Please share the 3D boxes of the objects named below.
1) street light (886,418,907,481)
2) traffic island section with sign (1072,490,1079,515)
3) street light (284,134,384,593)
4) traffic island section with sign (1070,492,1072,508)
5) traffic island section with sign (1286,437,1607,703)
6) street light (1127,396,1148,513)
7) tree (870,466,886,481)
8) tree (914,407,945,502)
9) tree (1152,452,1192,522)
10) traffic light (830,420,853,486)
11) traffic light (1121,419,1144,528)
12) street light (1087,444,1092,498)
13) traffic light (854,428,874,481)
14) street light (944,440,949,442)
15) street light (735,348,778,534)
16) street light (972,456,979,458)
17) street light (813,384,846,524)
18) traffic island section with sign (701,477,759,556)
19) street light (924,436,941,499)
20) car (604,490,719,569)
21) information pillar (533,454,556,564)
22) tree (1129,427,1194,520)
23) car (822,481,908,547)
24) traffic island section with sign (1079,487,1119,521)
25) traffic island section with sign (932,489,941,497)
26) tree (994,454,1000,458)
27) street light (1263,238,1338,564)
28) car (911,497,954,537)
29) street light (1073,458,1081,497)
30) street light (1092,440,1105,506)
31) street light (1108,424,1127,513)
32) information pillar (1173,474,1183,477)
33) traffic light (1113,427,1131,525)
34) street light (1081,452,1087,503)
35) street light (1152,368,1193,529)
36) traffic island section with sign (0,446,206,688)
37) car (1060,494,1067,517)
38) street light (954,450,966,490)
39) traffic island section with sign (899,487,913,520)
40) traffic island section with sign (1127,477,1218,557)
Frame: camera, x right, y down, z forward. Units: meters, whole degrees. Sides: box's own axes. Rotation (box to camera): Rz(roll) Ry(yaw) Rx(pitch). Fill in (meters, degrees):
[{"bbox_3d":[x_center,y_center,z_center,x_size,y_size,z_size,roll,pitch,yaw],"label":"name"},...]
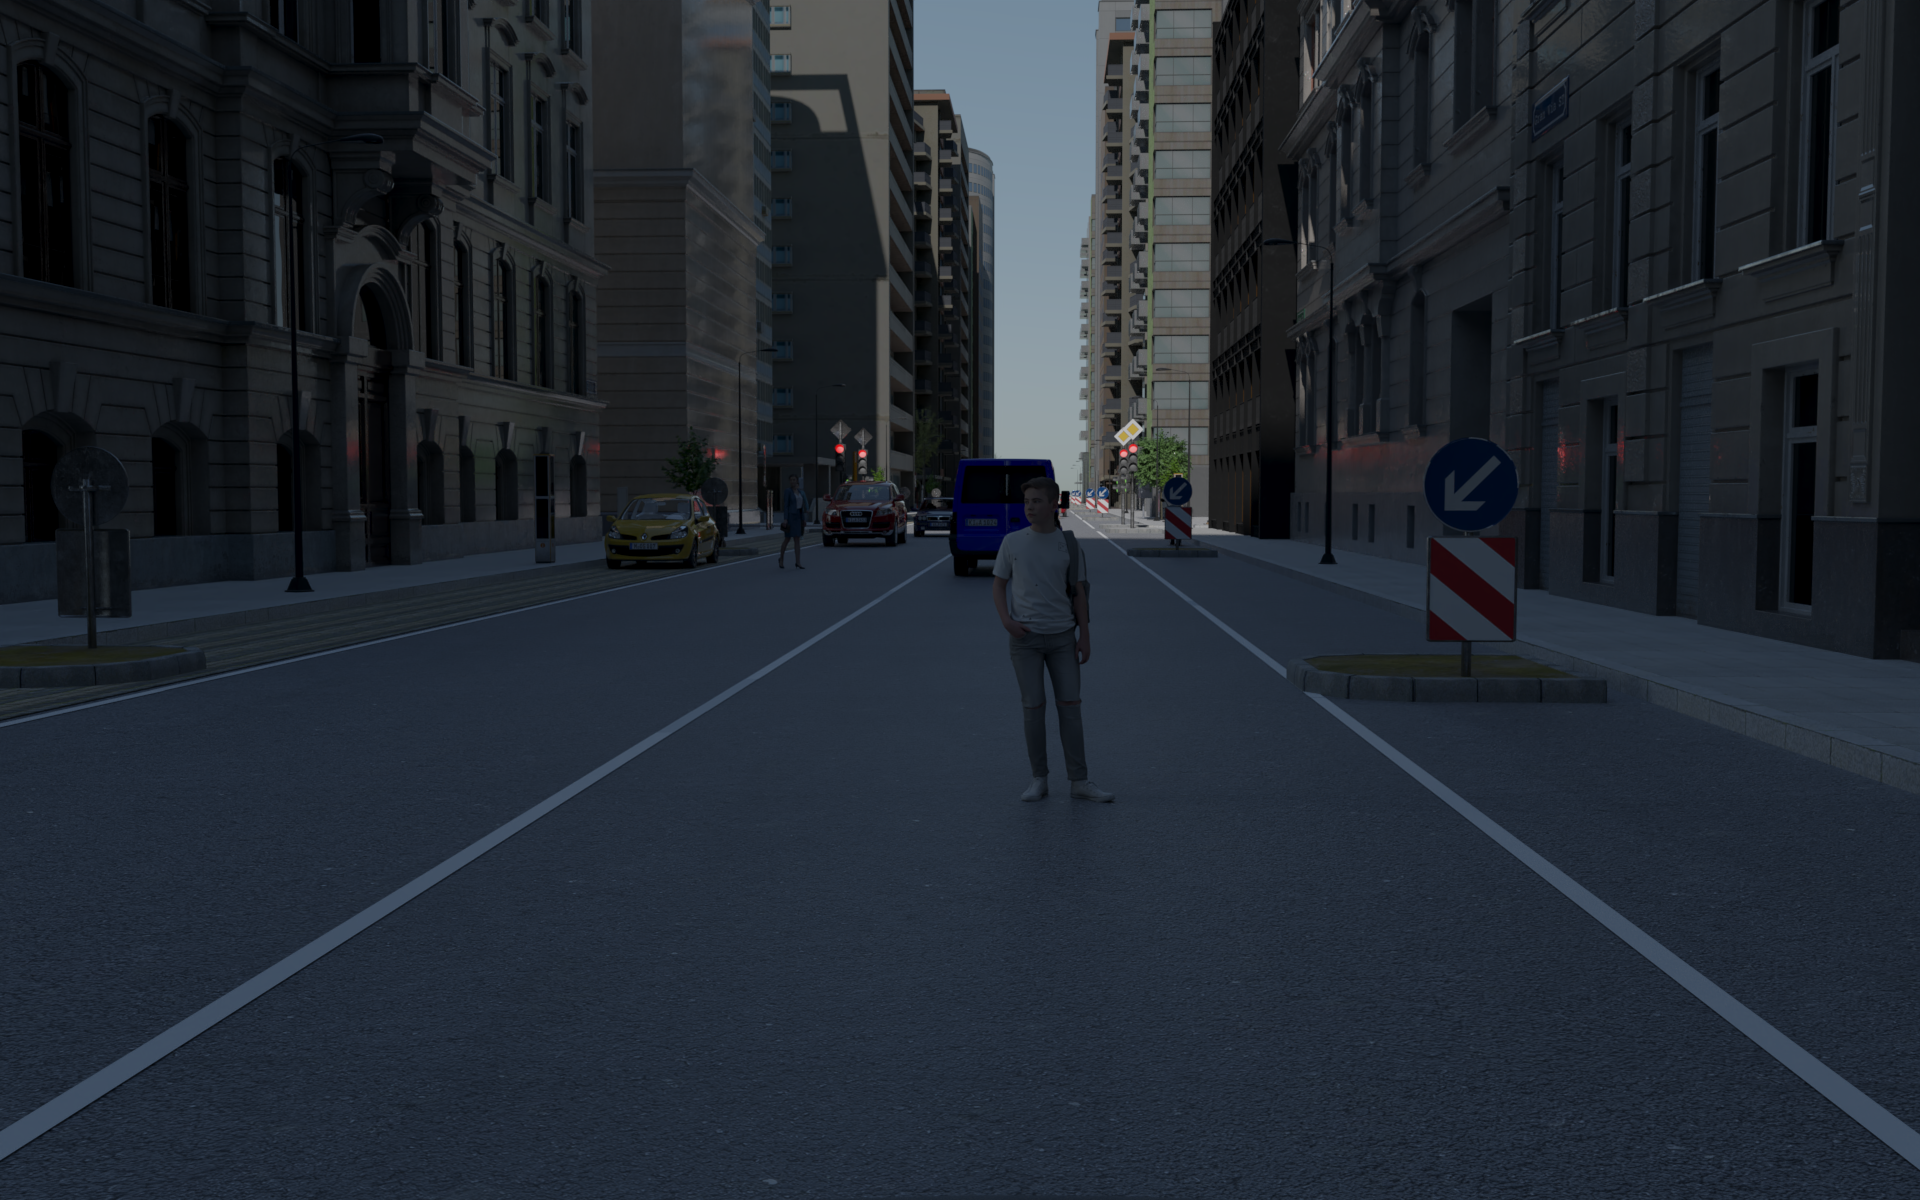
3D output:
[{"bbox_3d":[-3.927,-8.115,105.220,1.470,5.913,1.316,0,4,3],"label":"street light"},{"bbox_3d":[9.017,-6.899,121.429,1.989,1.847,2.006,0,4,3],"label":"traffic island section with sign"},{"bbox_3d":[-8.125,-3.056,22.509,1.470,5.913,1.316,0,4,3],"label":"street light"},{"bbox_3d":[11.607,-10.000,172.127,1.989,1.847,2.006,0,4,3],"label":"traffic island section with sign"},{"bbox_3d":[3.493,-0.259,12.856,1.989,1.847,2.006,0,4,3],"label":"traffic island section with sign"},{"bbox_3d":[8.829,-6.713,82.305,1.470,5.913,1.316,0,4,3],"label":"street light"},{"bbox_3d":[-5.040,-7.020,109.377,1.663,3.219,1.824,0,3,0],"label":"tree"},{"bbox_3d":[-3.320,-11.783,143.011,4.737,8.622,4.395,0,3,0],"label":"tree"},{"bbox_3d":[9.793,-5.144,78.699,1.663,3.219,1.824,0,3,0],"label":"tree"},{"bbox_3d":[-4.474,-4.666,65.212,0.839,4.253,0.868,0,4,3],"label":"traffic light"},{"bbox_3d":[6.424,-4.633,64.675,0.839,4.253,0.868,0,4,3],"label":"traffic light"},{"bbox_3d":[12.700,-11.412,159.123,1.470,5.913,1.316,0,4,3],"label":"street light"},{"bbox_3d":[-4.067,-5.154,73.187,0.839,4.253,0.868,0,4,3],"label":"traffic light"},{"bbox_3d":[-1.647,-10.830,149.611,1.470,5.913,1.316,0,4,3],"label":"street light"},{"bbox_3d":[-6.481,-5.059,55.250,1.470,5.913,1.316,0,4,3],"label":"street light"},{"bbox_3d":[1.719,-14.760,213.866,1.470,5.913,1.316,0,4,3],"label":"street light"},{"bbox_3d":[-5.517,-6.154,73.152,1.470,5.913,1.316,0,4,3],"label":"street light"},{"bbox_3d":[-5.784,-1.953,40.560,1.989,1.847,2.006,0,4,3],"label":"traffic island section with sign"},{"bbox_3d":[-2.266,-10.111,137.857,1.470,5.913,1.316,0,4,3],"label":"street light"},{"bbox_3d":[-5.878,-1.475,34.347,2.015,1.641,3.980,0,4,1],"label":"car"},{"bbox_3d":[-7.691,-1.687,32.074,0.304,2.012,0.304,0,4,4],"label":"information pillar"},{"bbox_3d":[10.562,-6.531,90.489,4.285,4.588,4.351,0,3,0],"label":"tree"},{"bbox_3d":[-2.644,-2.462,48.928,2.281,1.827,5.304,0,4,3],"label":"car"},{"bbox_3d":[7.655,-5.253,94.508,1.989,1.847,2.006,0,4,3],"label":"traffic island section with sign"},{"bbox_3d":[-1.625,-6.937,122.049,1.989,1.847,2.006,0,4,3],"label":"traffic island section with sign"},{"bbox_3d":[5.828,-21.874,307.999,4.360,8.622,3.978,0,3,0],"label":"tree"},{"bbox_3d":[6.209,-3.613,31.610,1.470,5.913,1.316,0,4,3],"label":"street light"},{"bbox_3d":[-0.664,-2.848,59.139,1.945,1.354,3.894,0,4,2],"label":"car"},{"bbox_3d":[16.909,-16.508,242.450,1.470,5.913,1.316,0,4,3],"label":"street light"},{"bbox_3d":[12.225,-10.708,147.619,1.470,5.913,1.316,0,4,3],"label":"street light"},{"bbox_3d":[10.518,-8.699,114.776,1.470,5.913,1.316,0,4,3],"label":"street light"},{"bbox_3d":[7.825,-3.534,62.271,0.304,2.012,0.304,0,4,-2],"label":"information pillar"},{"bbox_3d":[6.831,-5.121,72.650,0.839,4.253,0.868,0,4,3],"label":"traffic light"},{"bbox_3d":[14.442,-13.423,192.014,1.470,5.913,1.316,0,4,3],"label":"street light"},{"bbox_3d":[7.877,-5.574,63.674,1.470,5.913,1.316,0,4,3],"label":"street light"},{"bbox_3d":[-7.149,-0.306,13.639,1.989,1.847,2.006,0,4,3],"label":"traffic island section with sign"},{"bbox_3d":[5.824,-6.117,109.048,2.155,1.783,4.494,0,4,4],"label":"car"},{"bbox_3d":[-0.077,-12.796,181.754,1.470,5.913,1.316,0,4,3],"label":"street light"},{"bbox_3d":[-3.009,-5.267,94.747,1.989,1.847,2.006,0,4,3],"label":"traffic island section with sign"},{"bbox_3d":[4.884,-1.927,40.130,1.989,1.847,2.006,0,4,3],"label":"traffic island section with sign"}]
